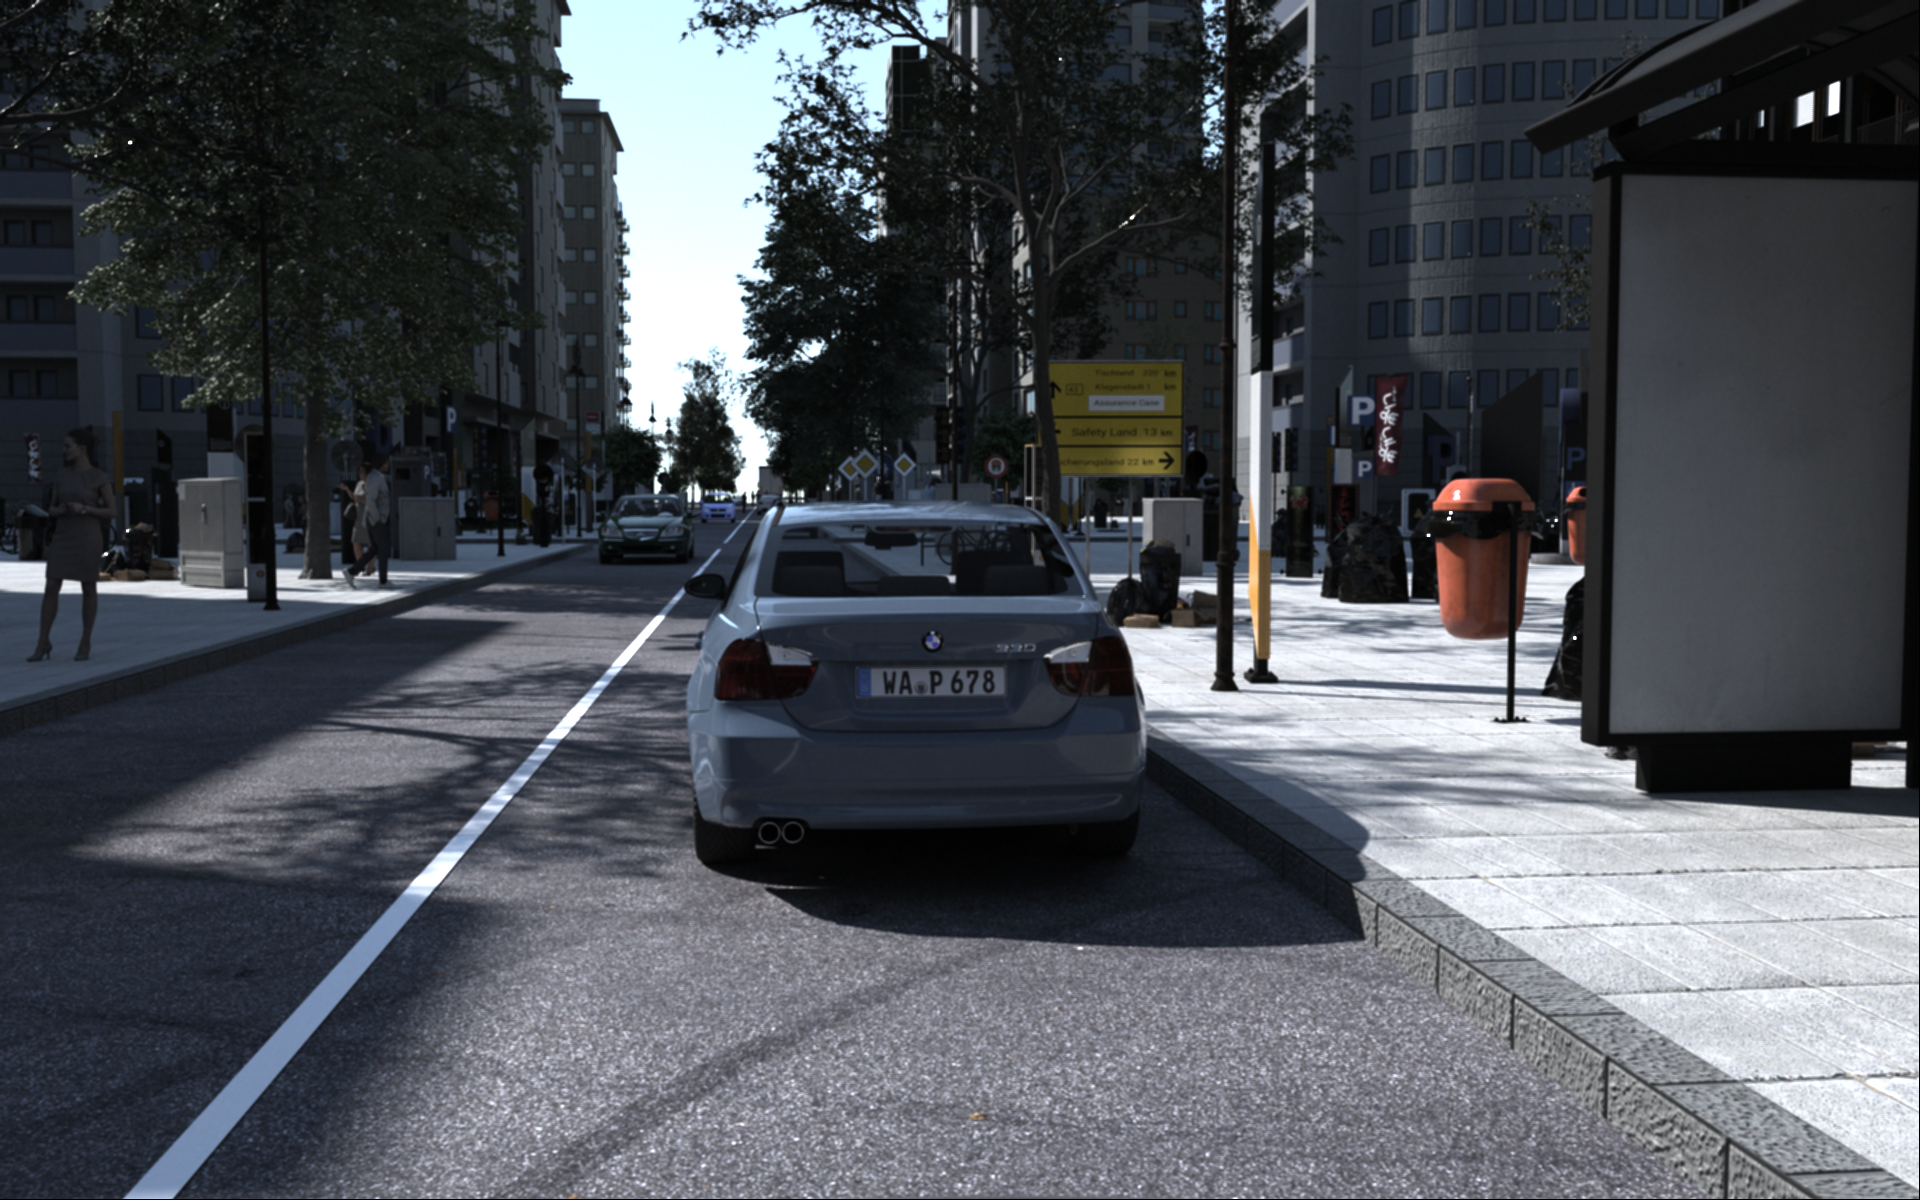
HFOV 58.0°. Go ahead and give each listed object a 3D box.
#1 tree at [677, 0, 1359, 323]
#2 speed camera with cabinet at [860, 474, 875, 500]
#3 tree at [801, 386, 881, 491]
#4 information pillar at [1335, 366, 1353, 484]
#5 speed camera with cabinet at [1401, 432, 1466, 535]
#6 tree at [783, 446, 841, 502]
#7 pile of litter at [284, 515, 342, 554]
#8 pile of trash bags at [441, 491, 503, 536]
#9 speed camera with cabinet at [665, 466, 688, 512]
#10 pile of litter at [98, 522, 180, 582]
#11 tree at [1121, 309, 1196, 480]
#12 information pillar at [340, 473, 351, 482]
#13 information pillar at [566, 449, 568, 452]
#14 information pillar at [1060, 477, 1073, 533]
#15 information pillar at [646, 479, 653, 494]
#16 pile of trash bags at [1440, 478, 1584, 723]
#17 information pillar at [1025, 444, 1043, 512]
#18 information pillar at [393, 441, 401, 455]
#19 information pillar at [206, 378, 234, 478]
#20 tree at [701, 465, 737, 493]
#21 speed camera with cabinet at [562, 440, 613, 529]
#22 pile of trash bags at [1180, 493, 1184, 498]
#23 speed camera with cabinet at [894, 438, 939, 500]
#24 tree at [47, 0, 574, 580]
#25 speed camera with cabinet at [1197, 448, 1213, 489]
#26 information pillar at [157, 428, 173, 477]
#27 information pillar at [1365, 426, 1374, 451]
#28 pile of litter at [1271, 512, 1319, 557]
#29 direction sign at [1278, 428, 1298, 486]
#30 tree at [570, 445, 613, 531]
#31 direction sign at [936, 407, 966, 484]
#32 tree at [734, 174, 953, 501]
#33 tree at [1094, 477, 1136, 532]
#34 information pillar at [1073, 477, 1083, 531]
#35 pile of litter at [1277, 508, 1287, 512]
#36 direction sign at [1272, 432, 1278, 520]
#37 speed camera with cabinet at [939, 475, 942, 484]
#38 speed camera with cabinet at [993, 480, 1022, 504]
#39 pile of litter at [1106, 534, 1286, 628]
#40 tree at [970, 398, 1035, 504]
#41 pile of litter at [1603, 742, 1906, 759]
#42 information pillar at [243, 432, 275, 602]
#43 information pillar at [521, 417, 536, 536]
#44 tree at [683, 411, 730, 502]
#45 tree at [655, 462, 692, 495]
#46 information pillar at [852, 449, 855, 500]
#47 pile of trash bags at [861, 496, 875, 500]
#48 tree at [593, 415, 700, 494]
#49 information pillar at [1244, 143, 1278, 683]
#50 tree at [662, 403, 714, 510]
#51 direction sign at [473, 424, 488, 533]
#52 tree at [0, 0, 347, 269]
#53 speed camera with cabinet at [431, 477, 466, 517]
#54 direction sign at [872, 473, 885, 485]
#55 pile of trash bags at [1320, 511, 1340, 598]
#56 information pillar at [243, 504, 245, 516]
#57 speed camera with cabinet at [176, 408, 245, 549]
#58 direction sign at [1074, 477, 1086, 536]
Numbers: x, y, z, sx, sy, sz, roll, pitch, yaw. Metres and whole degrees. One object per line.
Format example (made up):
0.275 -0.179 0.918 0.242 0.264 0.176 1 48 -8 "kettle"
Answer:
0.762 -5.163 18.830 7.601 10.594 8.767 1 4 15 "tree"
-4.205 -5.186 79.131 0.660 3.252 2.038 0 4 2 "speed camera with cabinet"
-5.095 -8.107 82.907 4.360 8.622 3.978 0 3 0 "tree"
7.008 -2.464 31.637 0.183 3.616 0.504 3 5 41 "information pillar"
15.066 -3.699 54.815 2.038 3.252 0.660 0 4 6 "speed camera with cabinet"
-8.082 -7.133 100.330 4.285 4.588 4.351 0 3 0 "tree"
-14.062 -1.474 38.062 1.719 0.858 1.176 -3 4 -37 "pile of litter"
-15.969 -2.695 53.813 3.447 1.369 1.912 -2 4 -26 "pile of trash bags"
-20.236 -7.865 122.922 2.038 3.252 0.660 2 4 34 "speed camera with cabinet"
-12.228 -0.729 25.882 1.719 0.858 1.176 -1 4 -11 "pile of litter"
7.605 -7.276 69.321 4.737 8.622 4.395 0 3 0 "tree"
-21.724 -3.475 61.301 0.304 2.012 0.304 -3 4 -37 "information pillar"
-20.509 -6.028 89.916 0.504 3.616 0.183 3 5 39 "information pillar"
3.327 -3.981 56.452 0.504 3.616 0.183 1 4 9 "information pillar"
-15.504 -5.024 86.627 0.304 2.012 0.304 3 5 44 "information pillar"
4.317 -0.044 10.471 3.447 1.369 1.912 -1 4 -22 "pile of trash bags"
1.157 -1.297 25.701 0.304 2.012 0.304 -1 4 -23 "information pillar"
-25.015 -5.230 76.867 0.504 3.616 0.183 1 4 11 "information pillar"
-14.663 -2.632 34.395 0.504 3.616 0.183 -3 5 -42 "information pillar"
-24.770 -11.463 171.140 4.285 4.588 4.351 0 3 0 "tree"
-13.786 -4.246 63.752 2.038 3.252 0.660 2 4 24 "speed camera with cabinet"
12.148 -5.394 97.950 1.912 1.369 3.447 1 4 19 "pile of trash bags"
-1.617 -4.078 61.015 0.660 3.252 2.038 -2 4 -31 "speed camera with cabinet"
-9.774 -6.616 26.295 7.486 12.596 7.792 0 3 0 "tree"
10.356 -4.876 74.054 0.660 3.252 2.038 1 4 19 "speed camera with cabinet"
-28.059 -4.268 61.134 0.504 3.616 0.183 0 4 -7 "information pillar"
13.766 -4.093 58.276 0.183 3.616 0.504 -1 4 -18 "information pillar"
6.891 -1.324 35.619 1.719 0.858 1.176 -3 5 -43 "pile of litter"
11.362 -4.125 59.434 0.379 3.537 0.876 -1 4 -17 "direction sign"
-13.061 -4.086 61.403 1.663 3.219 1.824 0 3 0 "tree"
-0.188 -3.246 45.064 0.876 3.537 0.379 -1 4 -10 "direction sign"
-4.495 -9.942 69.213 9.857 13.997 8.962 0 3 0 "tree"
5.320 -3.950 59.179 1.663 3.219 1.824 0 3 0 "tree"
4.102 -4.239 60.657 0.504 3.616 0.183 -3 5 -44 "information pillar"
10.096 -2.456 54.127 1.719 0.858 1.176 2 4 26 "pile of litter"
11.522 -4.364 63.346 0.379 3.537 0.876 2 4 35 "direction sign"
-1.589 -5.170 78.860 0.660 3.252 2.038 2 4 32 "speed camera with cabinet"
2.610 -6.615 102.492 2.038 3.252 0.660 1 4 23 "speed camera with cabinet"
2.164 -0.194 17.137 1.719 0.858 1.176 -1 4 -16 "pile of litter"
1.646 -4.603 58.967 4.285 4.588 4.351 0 3 0 "tree"
4.010 0.328 8.603 1.719 0.858 1.176 0 4 0 "pile of litter"
-8.326 -0.985 20.600 0.304 2.012 0.304 -1 4 -17 "information pillar"
-13.032 -3.732 52.378 0.183 3.616 0.504 3 4 39 "information pillar"
-22.560 -12.399 153.089 4.737 8.622 4.395 0 3 0 "tree"
-17.946 -7.001 109.071 1.663 3.219 1.824 0 3 0 "tree"
-4.719 -5.217 76.645 0.183 3.616 0.504 0 4 0 "information pillar"
-3.251 -3.488 66.788 1.912 1.369 3.447 0 4 4 "pile of trash bags"
-13.851 -5.420 72.324 4.285 4.588 4.351 0 3 0 "tree"
2.067 -1.255 11.868 0.183 3.616 0.504 0 4 2 "information pillar"
-21.620 -11.569 139.510 4.360 8.622 3.978 0 3 0 "tree"
-15.691 -3.957 56.696 0.379 3.537 0.876 -3 5 -45 "direction sign"
-8.216 -4.800 12.894 7.601 10.594 8.767 -1 4 -13 "tree"
-24.882 -5.452 83.469 0.660 3.252 2.038 3 5 41 "speed camera with cabinet"
-5.365 -7.464 114.035 0.876 3.537 0.379 0 4 -1 "direction sign"
6.106 -0.680 20.871 3.447 1.369 1.912 1 4 12 "pile of trash bags"
-25.412 -4.253 60.886 0.183 3.616 0.504 2 4 33 "information pillar"
-17.453 -2.804 40.182 2.038 3.252 0.660 2 4 27 "speed camera with cabinet"
3.676 -3.731 53.005 0.379 3.537 0.876 1 4 23 "direction sign"
